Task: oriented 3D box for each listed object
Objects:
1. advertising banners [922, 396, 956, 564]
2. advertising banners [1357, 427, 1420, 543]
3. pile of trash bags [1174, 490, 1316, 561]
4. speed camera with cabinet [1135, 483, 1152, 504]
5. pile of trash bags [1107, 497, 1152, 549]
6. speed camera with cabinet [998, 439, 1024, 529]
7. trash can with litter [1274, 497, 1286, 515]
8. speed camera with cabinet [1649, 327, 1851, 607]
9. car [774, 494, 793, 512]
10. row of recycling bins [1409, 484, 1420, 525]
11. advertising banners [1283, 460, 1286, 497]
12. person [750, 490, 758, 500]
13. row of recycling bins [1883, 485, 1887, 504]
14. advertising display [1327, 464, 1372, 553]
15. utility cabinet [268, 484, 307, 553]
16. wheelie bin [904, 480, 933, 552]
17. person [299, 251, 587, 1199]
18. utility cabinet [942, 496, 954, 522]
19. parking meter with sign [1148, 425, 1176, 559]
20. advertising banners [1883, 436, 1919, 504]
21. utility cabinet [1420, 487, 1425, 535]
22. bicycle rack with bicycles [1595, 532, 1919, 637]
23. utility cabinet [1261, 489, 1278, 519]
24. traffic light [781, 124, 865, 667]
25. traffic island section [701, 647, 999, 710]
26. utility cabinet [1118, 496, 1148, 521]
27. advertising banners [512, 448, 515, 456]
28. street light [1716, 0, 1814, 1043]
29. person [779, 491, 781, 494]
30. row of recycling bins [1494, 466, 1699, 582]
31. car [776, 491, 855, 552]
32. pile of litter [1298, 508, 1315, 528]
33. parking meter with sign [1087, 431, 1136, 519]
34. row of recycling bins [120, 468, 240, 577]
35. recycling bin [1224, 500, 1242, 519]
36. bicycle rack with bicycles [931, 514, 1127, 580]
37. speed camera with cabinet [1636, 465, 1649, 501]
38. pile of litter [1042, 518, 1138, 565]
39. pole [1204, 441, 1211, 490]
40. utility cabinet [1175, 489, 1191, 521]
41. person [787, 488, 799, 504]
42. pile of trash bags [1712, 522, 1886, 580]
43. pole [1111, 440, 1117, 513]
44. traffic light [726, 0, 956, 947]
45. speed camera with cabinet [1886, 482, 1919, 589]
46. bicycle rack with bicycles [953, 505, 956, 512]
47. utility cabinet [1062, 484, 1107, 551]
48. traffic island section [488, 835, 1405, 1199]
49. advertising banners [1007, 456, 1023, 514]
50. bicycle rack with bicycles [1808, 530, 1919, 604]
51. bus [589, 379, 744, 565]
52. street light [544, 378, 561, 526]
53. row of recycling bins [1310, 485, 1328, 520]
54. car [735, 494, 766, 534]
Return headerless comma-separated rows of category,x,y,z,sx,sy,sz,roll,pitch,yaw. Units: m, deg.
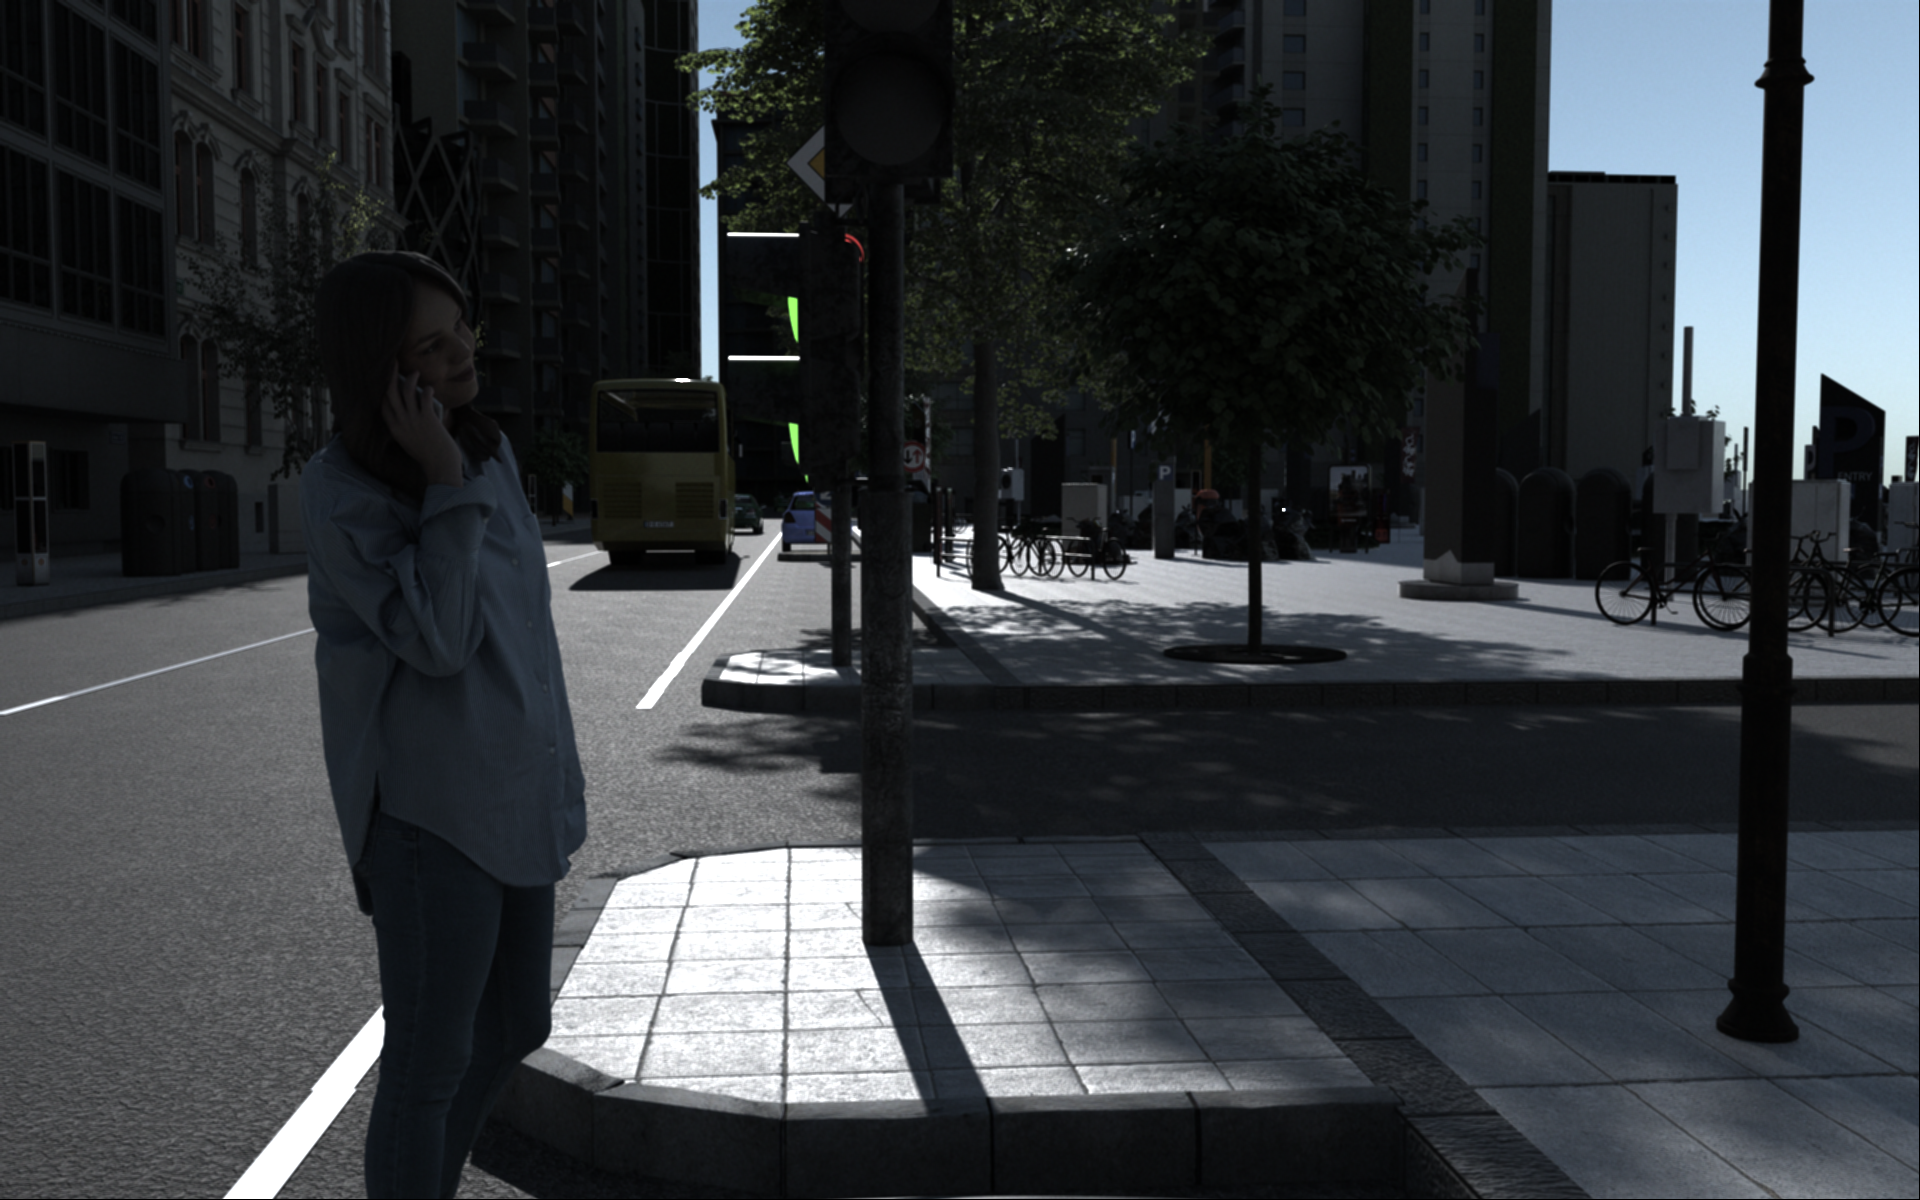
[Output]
advertising banners,-0.398,-2.188,31.958,0.090,3.025,2.074,1,4,15
advertising banners,10.905,-2.981,44.921,2.074,3.025,0.090,0,4,-4
pile of trash bags,5.624,-1.534,34.834,1.912,1.369,3.447,-1,4,-20
speed camera with cabinet,9.518,-5.670,87.034,0.660,3.252,2.038,-2,4,-24
pile of trash bags,4.009,-1.881,40.512,3.447,1.369,1.912,-2,4,-34
speed camera with cabinet,1.483,-4.186,62.777,0.660,3.252,2.038,-2,4,-35
trash can with litter,12.947,-3.477,68.236,1.055,1.170,0.624,-2,4,-28
speed camera with cabinet,9.269,-1.588,20.293,2.038,3.252,0.660,3,4,37
car,-14.338,-8.173,142.426,1.959,1.807,4.718,0,4,-4
row of recycling bins,19.166,-4.095,74.069,1.069,1.692,3.534,1,4,12
advertising banners,15.104,-5.166,80.646,0.090,3.025,2.074,1,4,13
person,-19.254,-9.276,160.190,1.348,1.821,0.705,2,4,24
row of recycling bins,39.600,-4.179,75.444,1.069,1.692,3.534,-3,5,-40
advertising display,8.465,-1.986,37.679,0.974,1.923,0.123,3,4,39
utility cabinet,-14.386,-1.761,37.468,0.318,1.500,1.173,2,4,28
wheelie bin,-0.983,-1.853,38.206,0.693,1.594,0.980,-2,4,-32
person,-0.845,0.365,2.795,0.793,1.790,0.793,-1,4,-23
utility cabinet,-0.653,-3.805,73.372,0.306,1.237,1.020,-2,4,-31
parking meter with sign,4.099,-2.373,35.065,0.543,3.016,1.738,0,4,3
advertising banners,28.467,-3.470,52.922,0.090,3.025,2.074,-1,4,-14
utility cabinet,14.444,-2.762,53.832,0.318,1.500,1.173,1,4,14
bicycle rack with bicycles,8.017,-0.194,16.559,2.852,0.926,2.925,-2,4,-34
utility cabinet,14.121,-4.376,80.225,1.173,1.500,0.318,0,4,-5
traffic light,-0.902,-1.462,12.821,0.839,4.253,0.868,0,4,-5
traffic island section,-0.861,0.571,12.939,2.009,0.180,2.903,0,4,-5
utility cabinet,5.724,-2.819,57.250,1.020,1.237,0.306,-2,4,-31
advertising banners,-17.769,-4.239,65.493,2.074,3.025,0.090,1,4,9
street light,1.902,-1.906,3.953,0.468,5.910,1.993,0,4,-5
person,-16.813,-9.334,162.053,0.756,1.711,0.436,-2,4,-28
row of recycling bins,9.389,-1.174,26.301,3.534,1.692,1.069,3,5,40
car,-3.541,-2.018,42.587,1.945,1.707,3.694,0,4,-6
pile of litter,10.877,-2.414,53.436,1.176,0.858,1.719,0,4,4
parking meter with sign,3.792,-3.071,46.465,1.738,3.016,0.543,1,4,19
row of recycling bins,-12.814,-1.305,28.449,1.069,1.692,3.534,0,4,-4
recycling bin,12.408,-4.042,78.644,0.722,1.027,0.722,0,4,1
bicycle rack with bicycles,0.884,-0.805,26.552,2.852,0.926,2.925,-1,4,-23
speed camera with cabinet,22.915,-3.767,55.929,2.038,3.252,0.660,-1,4,-9
pile of litter,2.370,-1.093,31.831,1.719,0.858,1.176,1,4,19
pole,6.259,-3.055,43.791,0.158,3.312,0.155,0,3,0
utility cabinet,9.088,-3.845,71.551,1.173,1.500,0.318,-2,4,-33
person,-8.384,-4.929,89.766,1.217,1.739,0.721,-1,4,-22
pile of trash bags,13.598,-1.039,26.733,3.447,1.369,1.912,0,4,0
pole,5.543,-4.205,62.593,0.158,3.312,0.155,0,3,0
traffic light,-0.227,-0.975,4.865,0.839,4.253,0.868,0,4,-5
speed camera with cabinet,13.749,-1.785,23.517,2.038,3.252,0.660,0,4,-6
bicycle rack with bicycles,-0.854,-2.675,57.112,2.925,0.926,2.852,-1,4,-21
utility cabinet,2.705,-1.767,37.571,0.318,1.500,1.173,-3,4,-37
traffic island section,-0.186,1.058,4.982,2.009,0.180,2.903,0,4,-5
advertising banners,2.131,-5.185,80.955,2.074,3.025,0.090,3,5,43
bicycle rack with bicycles,12.709,-0.492,21.432,2.925,0.926,2.852,-3,4,-36
bus,-6.265,-2.842,38.018,2.896,3.916,12.252,0,4,-7
street light,-16.259,-5.896,69.182,0.468,5.910,1.993,0,4,-5
row of recycling bins,16.280,-4.195,75.708,1.069,1.692,3.534,-1,4,-17
car,-8.187,-3.160,63.459,2.131,1.459,4.920,0,4,-4
